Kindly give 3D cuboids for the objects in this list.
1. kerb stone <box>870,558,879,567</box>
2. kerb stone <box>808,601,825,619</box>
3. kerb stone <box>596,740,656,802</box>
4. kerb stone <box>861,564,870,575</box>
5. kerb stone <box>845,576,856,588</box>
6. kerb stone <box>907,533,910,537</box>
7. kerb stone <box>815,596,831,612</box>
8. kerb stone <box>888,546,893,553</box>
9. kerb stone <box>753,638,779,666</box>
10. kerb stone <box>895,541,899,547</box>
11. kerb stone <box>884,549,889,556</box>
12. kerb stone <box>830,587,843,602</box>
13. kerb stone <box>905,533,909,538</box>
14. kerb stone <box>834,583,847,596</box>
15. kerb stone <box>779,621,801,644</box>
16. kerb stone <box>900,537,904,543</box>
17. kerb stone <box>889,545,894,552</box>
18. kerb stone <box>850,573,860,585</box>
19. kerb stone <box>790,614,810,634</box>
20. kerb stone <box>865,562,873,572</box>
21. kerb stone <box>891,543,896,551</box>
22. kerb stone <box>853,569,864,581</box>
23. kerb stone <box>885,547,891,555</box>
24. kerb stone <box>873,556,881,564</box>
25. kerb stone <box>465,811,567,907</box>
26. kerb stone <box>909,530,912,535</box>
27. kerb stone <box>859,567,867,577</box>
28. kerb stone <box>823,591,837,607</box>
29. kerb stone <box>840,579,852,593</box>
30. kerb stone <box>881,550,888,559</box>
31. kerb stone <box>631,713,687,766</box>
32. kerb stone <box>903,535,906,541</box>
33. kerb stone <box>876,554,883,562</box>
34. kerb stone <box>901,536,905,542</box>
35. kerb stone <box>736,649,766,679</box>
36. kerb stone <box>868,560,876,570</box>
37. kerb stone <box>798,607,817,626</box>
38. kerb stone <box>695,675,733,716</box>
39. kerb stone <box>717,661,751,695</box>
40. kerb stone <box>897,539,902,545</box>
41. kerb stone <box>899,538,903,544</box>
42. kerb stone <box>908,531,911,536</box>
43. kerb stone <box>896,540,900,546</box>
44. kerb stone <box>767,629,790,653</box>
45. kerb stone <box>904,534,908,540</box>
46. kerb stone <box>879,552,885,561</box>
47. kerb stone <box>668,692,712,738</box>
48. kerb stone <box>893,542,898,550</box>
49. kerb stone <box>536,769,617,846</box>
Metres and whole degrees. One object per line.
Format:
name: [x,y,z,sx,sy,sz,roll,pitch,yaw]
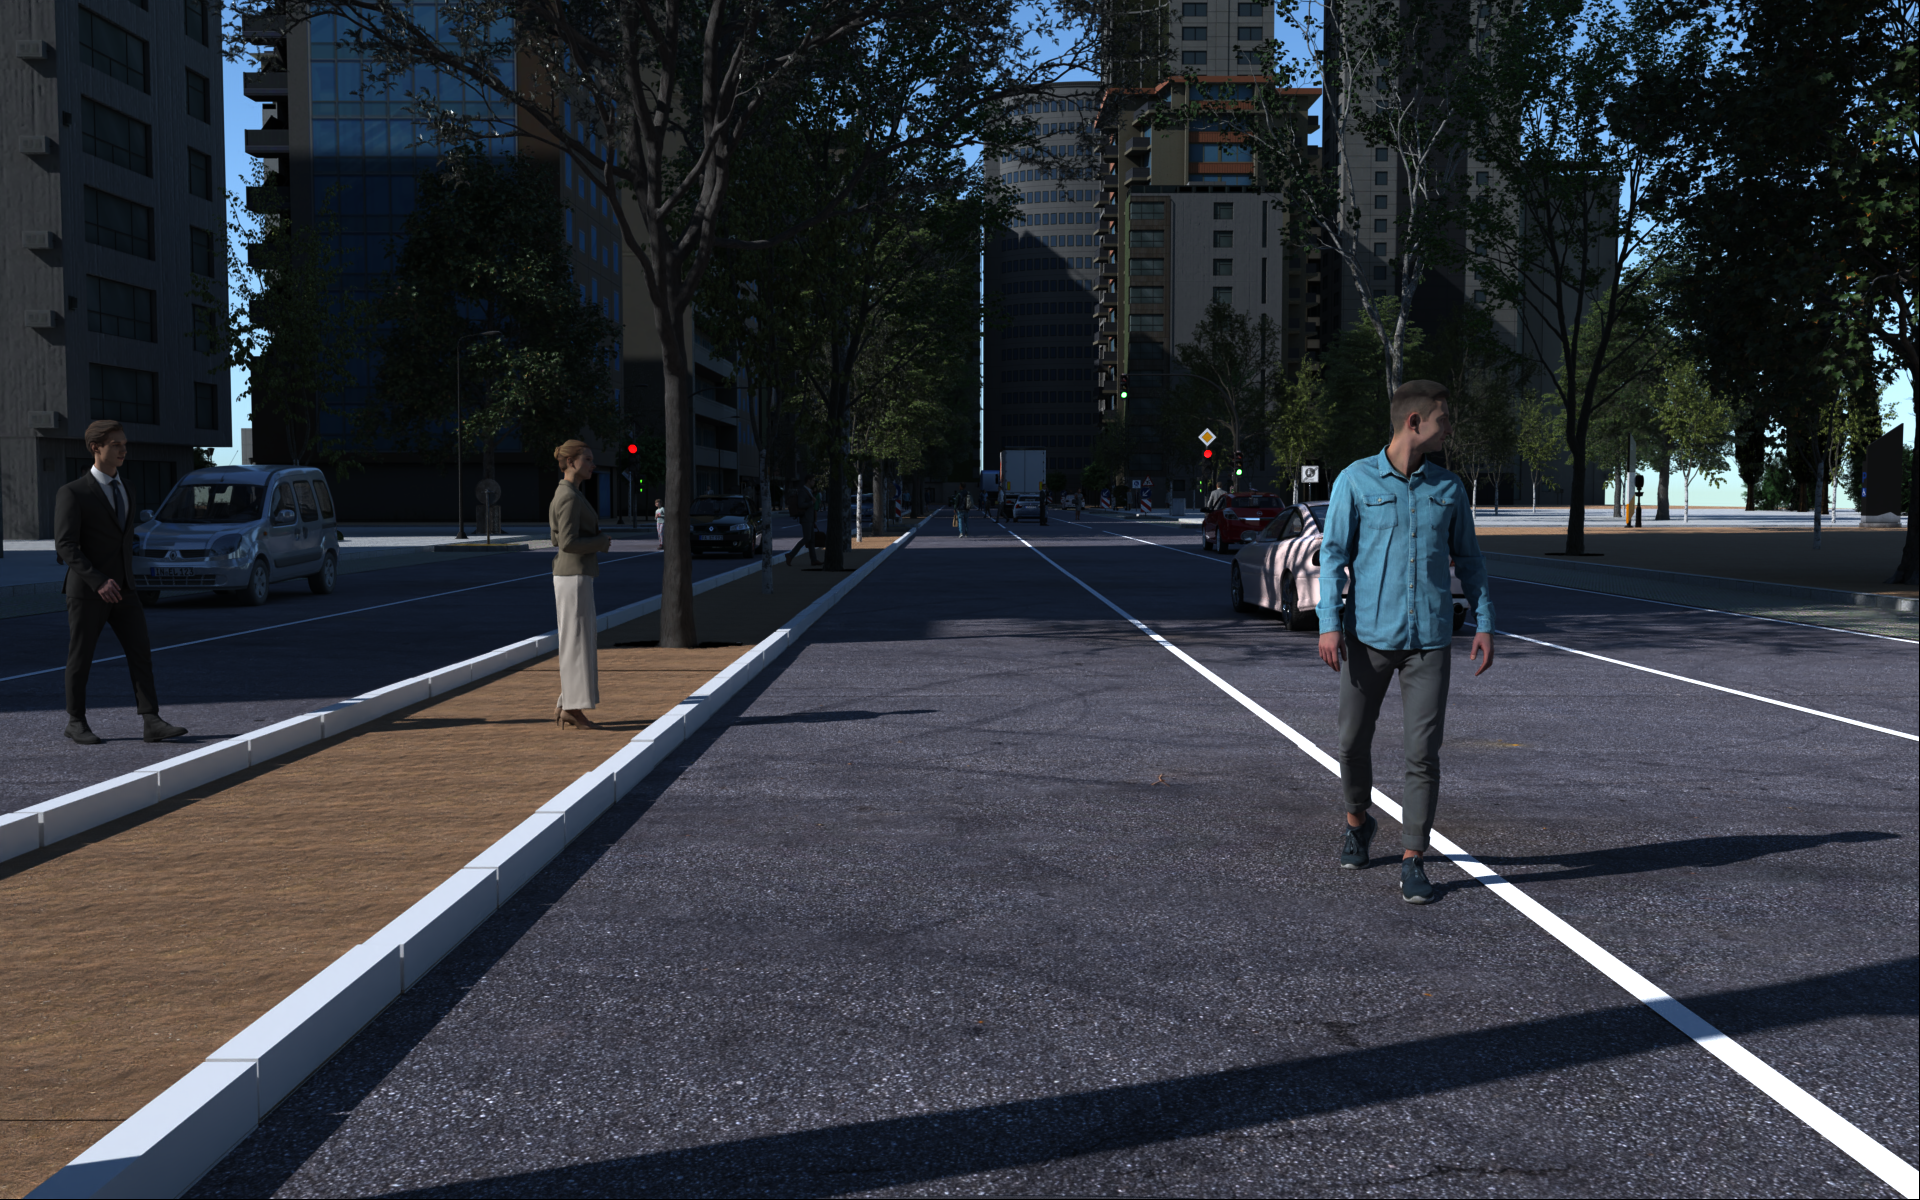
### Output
kerb stone: [-1.686,-0.670,33.153,0.120,0.150,1.000,0,3,0]
kerb stone: [-1.678,0.150,19.813,0.120,0.150,1.000,0,3,0]
kerb stone: [-1.655,0.846,8.528,0.120,0.150,1.000,0,3,0]
kerb stone: [-1.689,-0.480,30.082,0.120,0.150,1.000,0,3,0]
kerb stone: [-1.687,-0.230,25.974,0.120,0.150,1.000,0,3,0]
kerb stone: [-1.716,-1.921,53.682,0.120,0.150,1.000,0,3,0]
kerb stone: [-1.683,0.083,20.834,0.120,0.150,1.000,0,3,0]
kerb stone: [-1.703,-1.109,40.332,0.120,0.150,1.000,0,3,0]
kerb stone: [-1.663,0.460,14.675,0.120,0.150,1.000,0,3,0]
kerb stone: [-1.696,-1.358,44.434,0.120,0.150,1.000,0,3,0]
kerb stone: [-1.700,-0.981,38.283,0.120,0.150,1.000,0,3,0]
kerb stone: [-1.676,-0.038,22.880,0.120,0.150,1.000,0,3,0]
kerb stone: [-1.710,-1.861,52.647,0.120,0.150,1.000,0,3,0]
kerb stone: [-1.689,-0.105,23.914,0.120,0.150,1.000,0,3,0]
kerb stone: [-1.666,0.335,16.729,0.120,0.150,1.000,0,3,0]
kerb stone: [-1.718,-1.611,48.541,0.120,0.150,1.000,0,3,0]
kerb stone: [-1.706,-1.172,41.357,0.120,0.150,1.000,0,3,0]
kerb stone: [-1.685,-0.289,26.997,0.120,0.150,1.000,0,3,0]
kerb stone: [-1.670,0.275,17.760,0.120,0.150,1.000,0,3,0]
kerb stone: [-1.689,-0.544,31.104,0.120,0.150,1.000,0,3,0]
kerb stone: [-1.704,-1.235,42.380,0.120,0.150,1.000,0,3,0]
kerb stone: [-1.684,-0.356,28.023,0.120,0.150,1.000,0,3,0]
kerb stone: [-1.702,-1.046,39.305,0.120,0.150,1.000,0,3,0]
kerb stone: [-1.695,-0.733,34.182,0.120,0.150,1.000,0,3,0]
kerb stone: [-1.654,0.965,6.483,0.120,0.150,1.000,0,3,0]
kerb stone: [-1.725,-2.113,56.760,0.120,0.150,1.000,0,3,0]
kerb stone: [-1.689,-0.418,29.048,0.120,0.150,1.000,0,3,0]
kerb stone: [-1.680,0.024,21.858,0.120,0.150,1.000,0,3,0]
kerb stone: [-1.685,-0.168,24.946,0.120,0.150,1.000,0,3,0]
kerb stone: [-1.694,-0.921,37.250,0.120,0.150,1.000,0,3,0]
kerb stone: [-1.660,0.773,9.549,0.120,0.150,1.000,0,3,0]
kerb stone: [-1.711,-1.736,50.585,0.120,0.150,1.000,0,3,0]
kerb stone: [-1.696,-0.796,35.204,0.120,0.150,1.000,0,3,0]
kerb stone: [-1.711,-1.674,49.563,0.120,0.150,1.000,0,3,0]
kerb stone: [-1.665,0.523,13.639,0.120,0.150,1.000,0,3,0]
kerb stone: [-1.693,-0.608,32.131,0.120,0.150,1.000,0,3,0]
kerb stone: [-1.677,0.209,18.785,0.120,0.150,1.000,0,3,0]
kerb stone: [-1.662,0.649,11.595,0.120,0.150,1.000,0,3,0]
kerb stone: [-1.665,0.586,12.617,0.120,0.150,1.000,0,3,0]
kerb stone: [-1.710,-1.485,46.479,0.120,0.150,1.000,0,3,0]
kerb stone: [-1.715,-1.549,47.517,0.120,0.150,1.000,0,3,0]
kerb stone: [-1.723,-2.051,55.728,0.120,0.150,1.000,0,3,0]
kerb stone: [-1.705,-1.421,45.457,0.120,0.150,1.000,0,3,0]
kerb stone: [-1.671,0.404,15.701,0.120,0.150,1.000,0,3,0]
kerb stone: [-1.714,-1.798,51.622,0.120,0.150,1.000,0,3,0]
kerb stone: [-1.697,-0.857,36.226,0.120,0.150,1.000,0,3,0]
kerb stone: [-1.659,0.711,10.573,0.120,0.150,1.000,0,3,0]
kerb stone: [-1.704,-1.297,43.408,0.120,0.150,1.000,0,3,0]
kerb stone: [-1.658,0.899,7.504,0.120,0.150,1.000,0,3,0]
